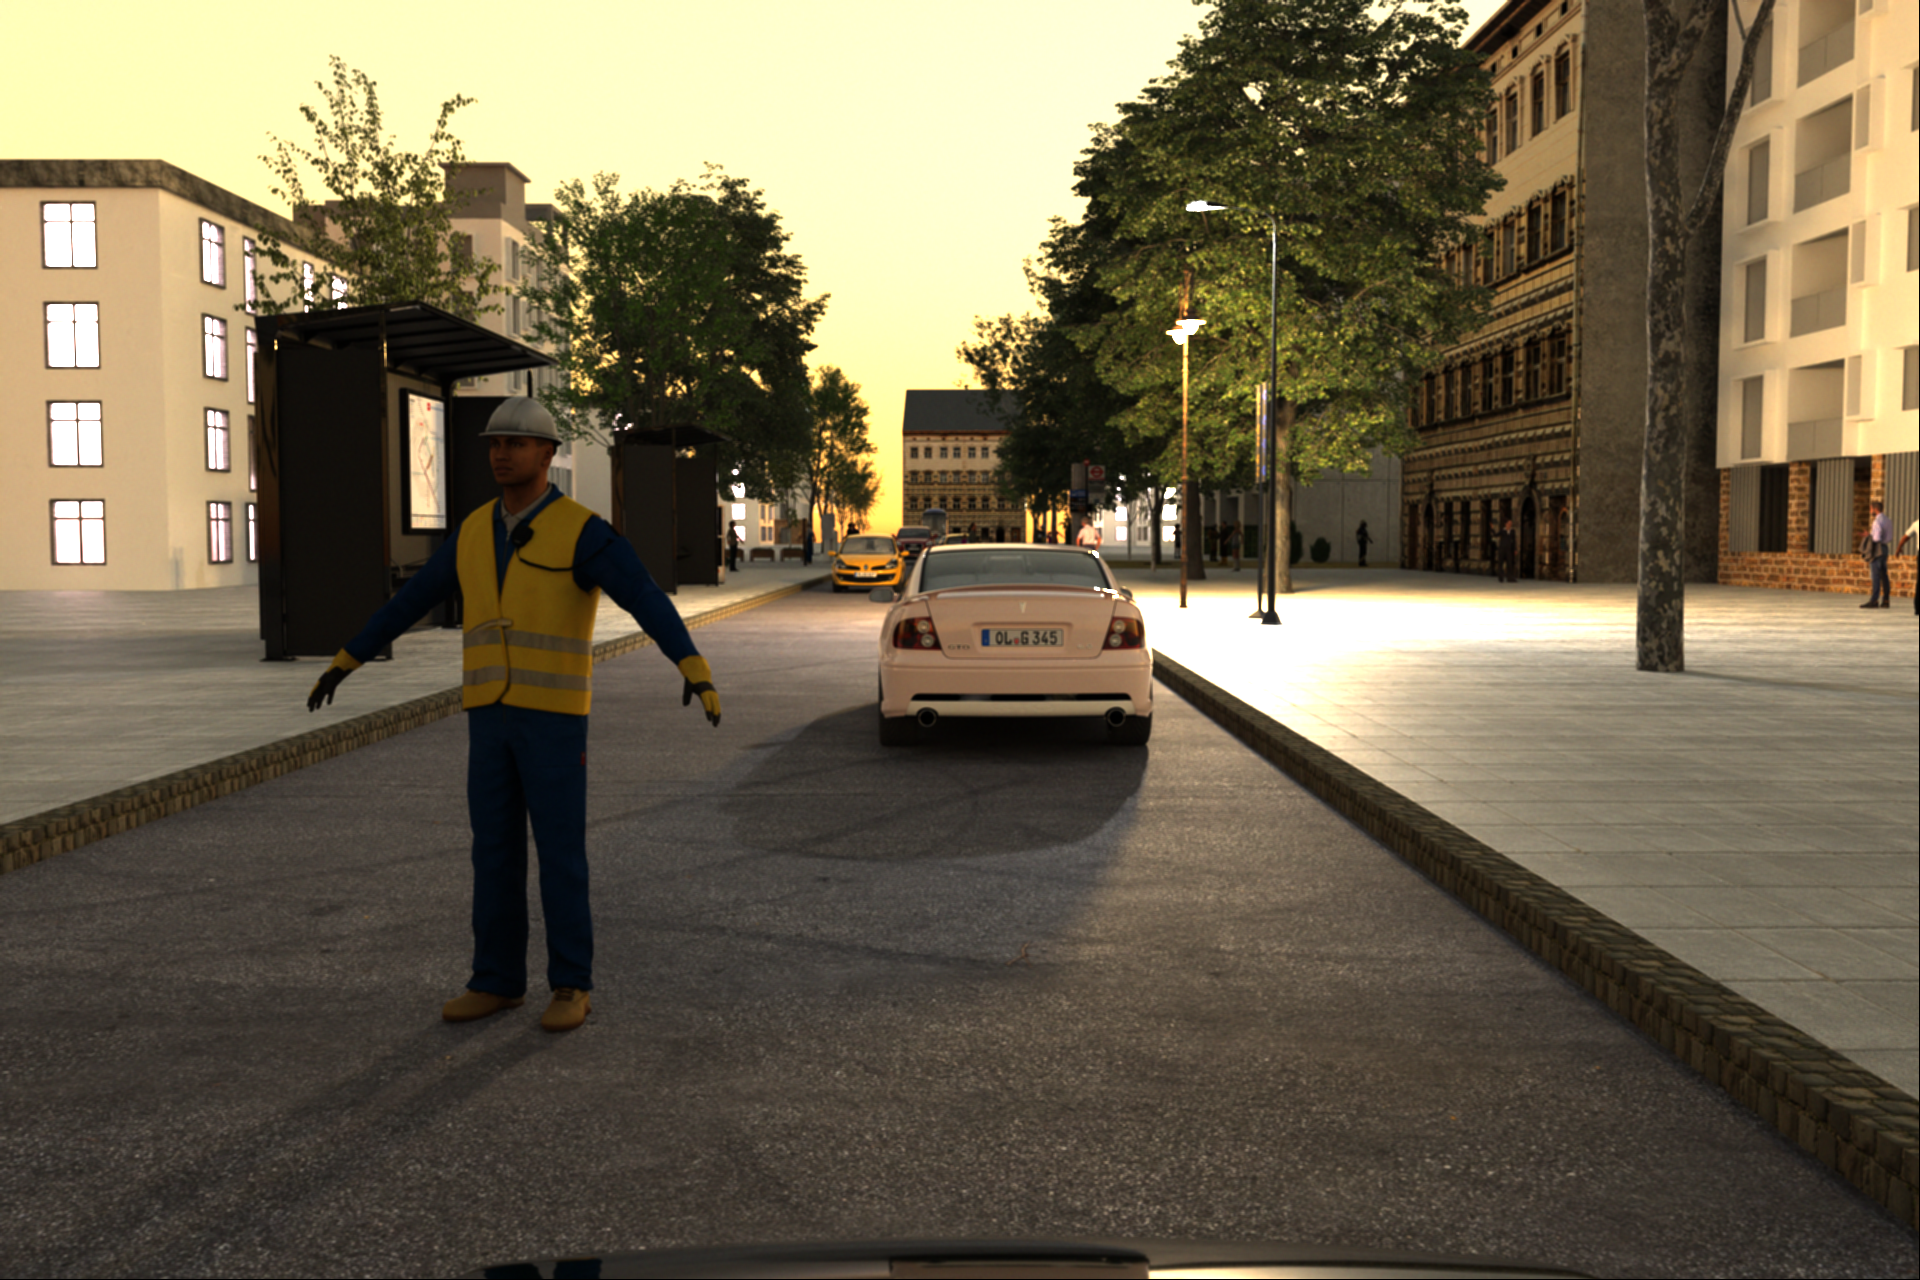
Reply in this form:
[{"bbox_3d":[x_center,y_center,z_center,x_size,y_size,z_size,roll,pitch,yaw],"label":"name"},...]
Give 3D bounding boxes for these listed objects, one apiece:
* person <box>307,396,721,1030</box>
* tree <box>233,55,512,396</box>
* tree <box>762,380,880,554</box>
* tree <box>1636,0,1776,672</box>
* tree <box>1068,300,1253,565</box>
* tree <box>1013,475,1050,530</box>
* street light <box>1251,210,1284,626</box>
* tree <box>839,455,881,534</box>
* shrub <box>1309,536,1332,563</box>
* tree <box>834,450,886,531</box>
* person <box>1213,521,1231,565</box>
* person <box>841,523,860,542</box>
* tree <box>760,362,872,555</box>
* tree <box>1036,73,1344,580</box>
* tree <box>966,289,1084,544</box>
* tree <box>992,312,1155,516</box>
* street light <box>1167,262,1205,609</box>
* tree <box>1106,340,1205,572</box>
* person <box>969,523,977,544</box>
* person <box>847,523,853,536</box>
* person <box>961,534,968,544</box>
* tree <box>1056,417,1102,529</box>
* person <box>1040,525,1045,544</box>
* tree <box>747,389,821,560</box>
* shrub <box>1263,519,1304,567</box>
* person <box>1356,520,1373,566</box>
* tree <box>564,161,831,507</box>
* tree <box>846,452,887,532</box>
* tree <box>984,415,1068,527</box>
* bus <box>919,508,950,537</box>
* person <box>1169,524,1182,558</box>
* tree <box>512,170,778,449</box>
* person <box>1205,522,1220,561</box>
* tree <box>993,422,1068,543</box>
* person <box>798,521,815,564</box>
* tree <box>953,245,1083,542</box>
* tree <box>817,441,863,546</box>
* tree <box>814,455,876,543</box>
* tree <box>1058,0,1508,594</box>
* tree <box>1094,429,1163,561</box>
[{"bbox_3d":[-1.291,0.203,5.102,1.349,1.833,0.705,1,4,18],"label":"person"},{"bbox_3d":[-8.856,-4.686,26.980,4.737,8.622,4.395,0,3,0],"label":"tree"},{"bbox_3d":[-9.117,-11.539,114.410,9.928,11.665,9.643,0,3,0],"label":"tree"},{"bbox_3d":[6.348,-9.685,14.241,12.611,20.169,13.585,0,3,0],"label":"tree"},{"bbox_3d":[8.497,-8.996,72.839,9.928,11.665,9.643,0,3,0],"label":"tree"},{"bbox_3d":[7.428,-12.972,162.452,4.360,8.622,3.978,0,3,0],"label":"tree"},{"bbox_3d":[4.937,-3.165,24.281,1.470,5.913,1.316,0,3,0],"label":"street light"},{"bbox_3d":[-8.749,-12.818,159.937,4.360,8.622,3.978,0,3,0],"label":"tree"},{"bbox_3d":[16.000,-4.021,76.861,1.383,1.207,1.383,0,3,0],"label":"shrub"},{"bbox_3d":[-8.819,-11.556,139.295,4.360,8.622,3.978,0,3,0],"label":"tree"},{"bbox_3d":[10.819,-3.977,71.155,0.704,1.812,1.346,-1,4,-19],"label":"person"},{"bbox_3d":[-5.165,-4.741,83.745,1.346,1.802,0.704,2,4,35],"label":"person"},{"bbox_3d":[-8.864,-10.912,104.169,9.928,11.665,9.643,0,3,0],"label":"tree"},{"bbox_3d":[6.643,-8.683,48.625,9.857,13.997,8.962,0,3,0],"label":"tree"},{"bbox_3d":[6.566,-17.131,135.987,12.611,20.169,13.585,0,3,0],"label":"tree"},{"bbox_3d":[6.492,-11.465,94.102,9.857,13.997,8.962,0,3,0],"label":"tree"},{"bbox_3d":[3.858,-3.483,29.731,0.468,5.910,1.993,0,4,0],"label":"street light"},{"bbox_3d":[6.605,-6.592,58.145,4.737,8.622,4.395,0,3,0],"label":"tree"},{"bbox_3d":[0.453,-2.955,57.048,0.705,1.796,1.348,0,4,-3],"label":"person"},{"bbox_3d":[-5.157,-4.628,81.846,0.705,1.806,1.347,-1,4,-15],"label":"person"},{"bbox_3d":[0.268,-3.698,72.186,0.599,1.433,0.991,-2,4,-29],"label":"person"},{"bbox_3d":[7.066,-9.393,103.932,4.737,8.622,4.395,0,3,0],"label":"tree"},{"bbox_3d":[4.271,-5.196,91.421,0.721,1.772,1.216,0,4,-7],"label":"person"},{"bbox_3d":[-8.683,-8.301,86.085,4.737,8.622,4.395,0,3,0],"label":"tree"},{"bbox_3d":[12.475,-3.812,66.743,1.690,2.028,1.600,0,3,0],"label":"shrub"},{"bbox_3d":[16.006,-3.847,68.682,0.705,1.856,1.354,3,4,36],"label":"person"},{"bbox_3d":[-9.134,-9.456,61.262,9.857,13.997,8.962,0,3,0],"label":"tree"},{"bbox_3d":[-8.896,-12.096,148.127,4.360,8.622,3.978,0,3,0],"label":"tree"},{"bbox_3d":[7.435,-15.918,170.623,12.009,13.543,11.850,0,3,0],"label":"tree"},{"bbox_3d":[-2.378,-10.902,169.798,2.896,3.916,12.251,0,4,0],"label":"bus"},{"bbox_3d":[11.507,-5.212,91.366,1.345,1.843,0.704,-2,4,-33],"label":"person"},{"bbox_3d":[-8.874,-7.579,49.675,9.928,11.665,9.643,0,3,0],"label":"tree"},{"bbox_3d":[11.938,-4.623,81.351,1.354,1.858,0.705,-3,4,-39],"label":"person"},{"bbox_3d":[6.759,-13.957,153.959,9.928,11.665,9.643,0,3,0],"label":"tree"},{"bbox_3d":[-6.542,-4.194,74.422,0.705,1.847,1.347,2,4,27],"label":"person"},{"bbox_3d":[5.287,-15.930,116.347,12.611,20.169,13.585,0,3,0],"label":"tree"},{"bbox_3d":[-8.717,-10.963,129.614,4.360,8.622,3.978,0,3,0],"label":"tree"},{"bbox_3d":[-17.799,-21.375,259.855,12.009,13.543,11.850,0,3,0],"label":"tree"},{"bbox_3d":[6.774,-7.978,37.100,9.857,13.997,8.962,0,3,0],"label":"tree"},{"bbox_3d":[7.875,-8.020,81.497,4.360,8.622,3.978,0,3,0],"label":"tree"}]
